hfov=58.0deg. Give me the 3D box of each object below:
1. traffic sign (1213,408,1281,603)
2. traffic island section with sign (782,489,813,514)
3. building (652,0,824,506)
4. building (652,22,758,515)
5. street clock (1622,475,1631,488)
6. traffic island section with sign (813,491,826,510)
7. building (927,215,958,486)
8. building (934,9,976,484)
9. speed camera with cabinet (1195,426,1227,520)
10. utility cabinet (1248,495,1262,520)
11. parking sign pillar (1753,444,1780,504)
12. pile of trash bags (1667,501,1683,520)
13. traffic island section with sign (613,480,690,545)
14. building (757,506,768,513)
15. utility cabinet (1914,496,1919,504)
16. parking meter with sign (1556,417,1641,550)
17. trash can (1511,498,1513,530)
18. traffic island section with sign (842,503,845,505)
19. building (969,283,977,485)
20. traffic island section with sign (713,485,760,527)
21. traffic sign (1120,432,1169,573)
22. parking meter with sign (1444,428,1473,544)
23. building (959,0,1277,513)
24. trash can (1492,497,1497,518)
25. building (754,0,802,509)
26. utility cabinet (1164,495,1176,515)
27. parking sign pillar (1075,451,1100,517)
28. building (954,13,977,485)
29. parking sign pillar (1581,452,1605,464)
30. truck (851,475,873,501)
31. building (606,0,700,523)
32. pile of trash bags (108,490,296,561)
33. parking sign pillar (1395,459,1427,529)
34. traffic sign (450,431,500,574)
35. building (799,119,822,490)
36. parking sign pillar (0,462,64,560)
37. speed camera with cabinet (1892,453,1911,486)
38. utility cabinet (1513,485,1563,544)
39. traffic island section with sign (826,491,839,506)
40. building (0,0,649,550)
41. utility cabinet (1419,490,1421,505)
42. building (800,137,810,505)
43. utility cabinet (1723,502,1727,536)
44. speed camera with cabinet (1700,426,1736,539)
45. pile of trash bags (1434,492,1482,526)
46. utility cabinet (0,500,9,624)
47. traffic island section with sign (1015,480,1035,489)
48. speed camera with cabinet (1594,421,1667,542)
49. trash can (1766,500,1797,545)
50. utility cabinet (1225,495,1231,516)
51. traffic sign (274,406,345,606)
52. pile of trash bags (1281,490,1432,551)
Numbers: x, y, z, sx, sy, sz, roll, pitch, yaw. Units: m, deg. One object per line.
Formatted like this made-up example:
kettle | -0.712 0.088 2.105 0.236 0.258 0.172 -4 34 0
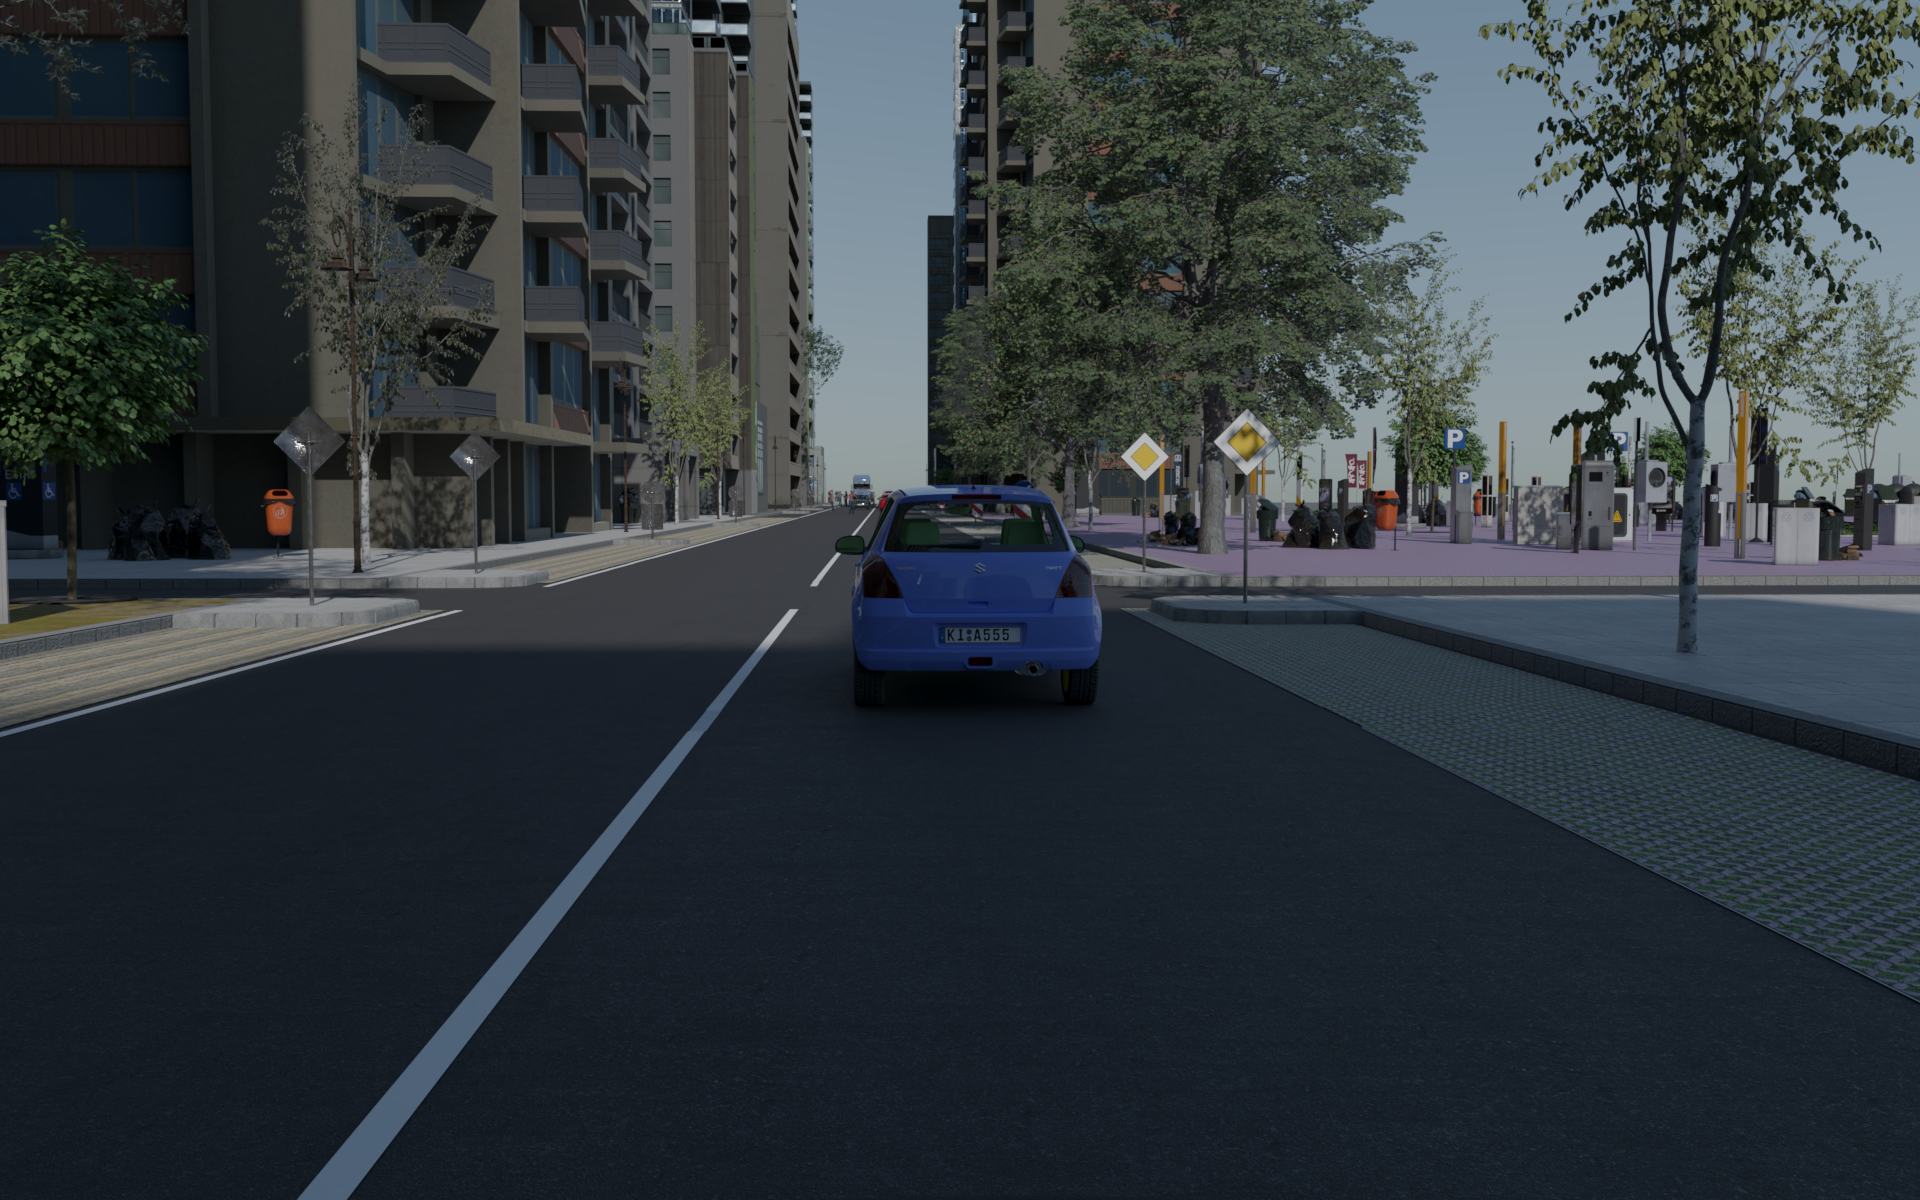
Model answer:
traffic sign | 3.345 -1.017 20.269 0.795 2.450 0.064 0 4 -2
traffic island section with sign | -12.087 -7.291 127.839 1.989 1.847 2.006 0 4 -2
building | -30.315 -56.950 243.796 22.319 86.520 31.000 0 4 -2
building | -20.551 -20.694 110.050 14.160 30.474 14.107 0 4 -2
street clock | 25.208 -3.729 65.537 0.358 2.002 0.471 0 4 7
traffic island section with sign | -13.237 -8.938 154.770 1.989 1.847 2.006 0 4 -2
building | 2.153 -34.995 255.766 14.154 41.232 14.086 0 4 -2
building | 8.051 -56.235 232.113 22.319 86.520 31.000 0 4 -2
speed camera with cabinet | 7.214 -3.403 49.979 0.660 3.252 2.038 0 4 5
utility cabinet | 14.654 -4.619 86.676 1.020 1.237 0.306 -2 4 -35
parking sign pillar | 43.556 -6.426 93.541 1.447 3.967 1.447 -2 4 -26
pile of trash bags | 35.652 -4.645 85.692 3.447 1.369 1.912 -1 4 -14
traffic island section with sign | -8.729 -2.480 49.179 1.989 1.847 2.006 0 4 -2
building | -25.711 -50.064 131.224 22.319 86.520 31.000 0 4 -2
utility cabinet | 33.917 -3.068 61.325 0.306 1.237 1.020 2 4 30
parking meter with sign | 14.597 -2.655 39.664 1.738 3.016 0.543 1 4 15
trash can | 18.985 -2.867 58.521 0.748 1.137 0.748 0 3 0
traffic island section with sign | -16.710 -13.930 236.386 1.989 1.847 2.006 0 4 -2
building | 7.669 -23.232 151.550 14.160 30.474 14.107 0 4 -2
traffic island section with sign | -9.909 -4.175 76.883 1.989 1.847 2.006 0 4 -2
traffic sign | 3.004 -1.505 28.247 0.795 2.450 0.064 0 4 -2
parking meter with sign | 13.067 -2.996 45.238 0.543 3.016 1.738 0 4 5
building | 11.229 -29.063 129.798 22.147 44.769 28.867 0 4 -2
trash can | 28.693 -5.020 93.738 0.748 1.137 0.748 0 3 0
building | -25.838 -32.719 158.653 21.300 48.544 21.600 0 4 -2
utility cabinet | 11.942 -5.383 99.167 1.020 1.237 0.306 2 4 35
parking sign pillar | 7.079 -6.611 96.569 1.447 3.967 1.447 -1 4 -9
building | 10.033 -44.628 167.915 20.563 71.187 20.611 0 4 -2
parking sign pillar | 31.048 -5.914 85.161 1.447 3.967 1.447 3 4 38
truck | -14.049 -15.734 247.009 2.967 4.110 18.799 0 4 -4
building | -23.630 -39.464 83.492 20.563 71.187 20.611 0 4 -2
pile of trash bags | -15.032 -1.510 34.443 3.447 1.369 1.912 -2 4 -30
parking sign pillar | 16.721 -4.668 64.798 1.447 3.967 1.447 -1 4 -8
traffic sign | -7.781 -1.478 27.809 0.795 2.450 0.064 0 4 -2
building | -29.471 -36.371 214.277 23.786 49.044 30.456 0 4 -2
parking sign pillar | -18.714 -2.814 34.479 1.447 3.967 1.447 1 4 11
speed camera with cabinet | 45.637 -5.417 82.910 0.660 3.252 2.038 -1 4 -15
utility cabinet | 14.597 -2.144 43.732 1.173 1.500 0.318 0 4 -6
traffic island section with sign | -15.529 -12.230 208.587 1.989 1.847 2.006 0 4 -2
building | -21.643 -24.284 51.675 22.147 44.769 28.867 0 4 -2
utility cabinet | 22.418 -4.754 86.411 0.318 1.500 1.173 -3 4 -38
building | -24.158 -31.125 192.492 14.154 41.232 14.086 0 4 -2
utility cabinet | 22.986 -2.568 53.142 0.306 1.237 1.020 -2 4 -30
speed camera with cabinet | 22.144 -3.452 50.781 0.660 3.252 2.038 0 4 5
pile of trash bags | 19.869 -3.695 70.158 3.447 1.369 1.912 -1 4 -20
utility cabinet | -9.842 -0.382 17.410 0.306 1.237 1.020 -3 5 -39
traffic island section with sign | 1.728 -2.603 51.191 1.989 1.847 2.006 0 4 -2
speed camera with cabinet | 18.085 -3.210 46.820 2.038 3.252 0.660 -1 4 -17
trash can | 20.699 -1.959 43.687 0.748 1.137 0.748 0 3 0
utility cabinet | 15.556 -5.602 102.761 1.020 1.237 0.306 -2 4 -24
traffic sign | -7.441 -0.990 19.831 0.795 2.450 0.064 0 4 -2
pile of trash bags | 9.105 -1.886 40.596 1.912 1.369 3.447 -2 4 -25
